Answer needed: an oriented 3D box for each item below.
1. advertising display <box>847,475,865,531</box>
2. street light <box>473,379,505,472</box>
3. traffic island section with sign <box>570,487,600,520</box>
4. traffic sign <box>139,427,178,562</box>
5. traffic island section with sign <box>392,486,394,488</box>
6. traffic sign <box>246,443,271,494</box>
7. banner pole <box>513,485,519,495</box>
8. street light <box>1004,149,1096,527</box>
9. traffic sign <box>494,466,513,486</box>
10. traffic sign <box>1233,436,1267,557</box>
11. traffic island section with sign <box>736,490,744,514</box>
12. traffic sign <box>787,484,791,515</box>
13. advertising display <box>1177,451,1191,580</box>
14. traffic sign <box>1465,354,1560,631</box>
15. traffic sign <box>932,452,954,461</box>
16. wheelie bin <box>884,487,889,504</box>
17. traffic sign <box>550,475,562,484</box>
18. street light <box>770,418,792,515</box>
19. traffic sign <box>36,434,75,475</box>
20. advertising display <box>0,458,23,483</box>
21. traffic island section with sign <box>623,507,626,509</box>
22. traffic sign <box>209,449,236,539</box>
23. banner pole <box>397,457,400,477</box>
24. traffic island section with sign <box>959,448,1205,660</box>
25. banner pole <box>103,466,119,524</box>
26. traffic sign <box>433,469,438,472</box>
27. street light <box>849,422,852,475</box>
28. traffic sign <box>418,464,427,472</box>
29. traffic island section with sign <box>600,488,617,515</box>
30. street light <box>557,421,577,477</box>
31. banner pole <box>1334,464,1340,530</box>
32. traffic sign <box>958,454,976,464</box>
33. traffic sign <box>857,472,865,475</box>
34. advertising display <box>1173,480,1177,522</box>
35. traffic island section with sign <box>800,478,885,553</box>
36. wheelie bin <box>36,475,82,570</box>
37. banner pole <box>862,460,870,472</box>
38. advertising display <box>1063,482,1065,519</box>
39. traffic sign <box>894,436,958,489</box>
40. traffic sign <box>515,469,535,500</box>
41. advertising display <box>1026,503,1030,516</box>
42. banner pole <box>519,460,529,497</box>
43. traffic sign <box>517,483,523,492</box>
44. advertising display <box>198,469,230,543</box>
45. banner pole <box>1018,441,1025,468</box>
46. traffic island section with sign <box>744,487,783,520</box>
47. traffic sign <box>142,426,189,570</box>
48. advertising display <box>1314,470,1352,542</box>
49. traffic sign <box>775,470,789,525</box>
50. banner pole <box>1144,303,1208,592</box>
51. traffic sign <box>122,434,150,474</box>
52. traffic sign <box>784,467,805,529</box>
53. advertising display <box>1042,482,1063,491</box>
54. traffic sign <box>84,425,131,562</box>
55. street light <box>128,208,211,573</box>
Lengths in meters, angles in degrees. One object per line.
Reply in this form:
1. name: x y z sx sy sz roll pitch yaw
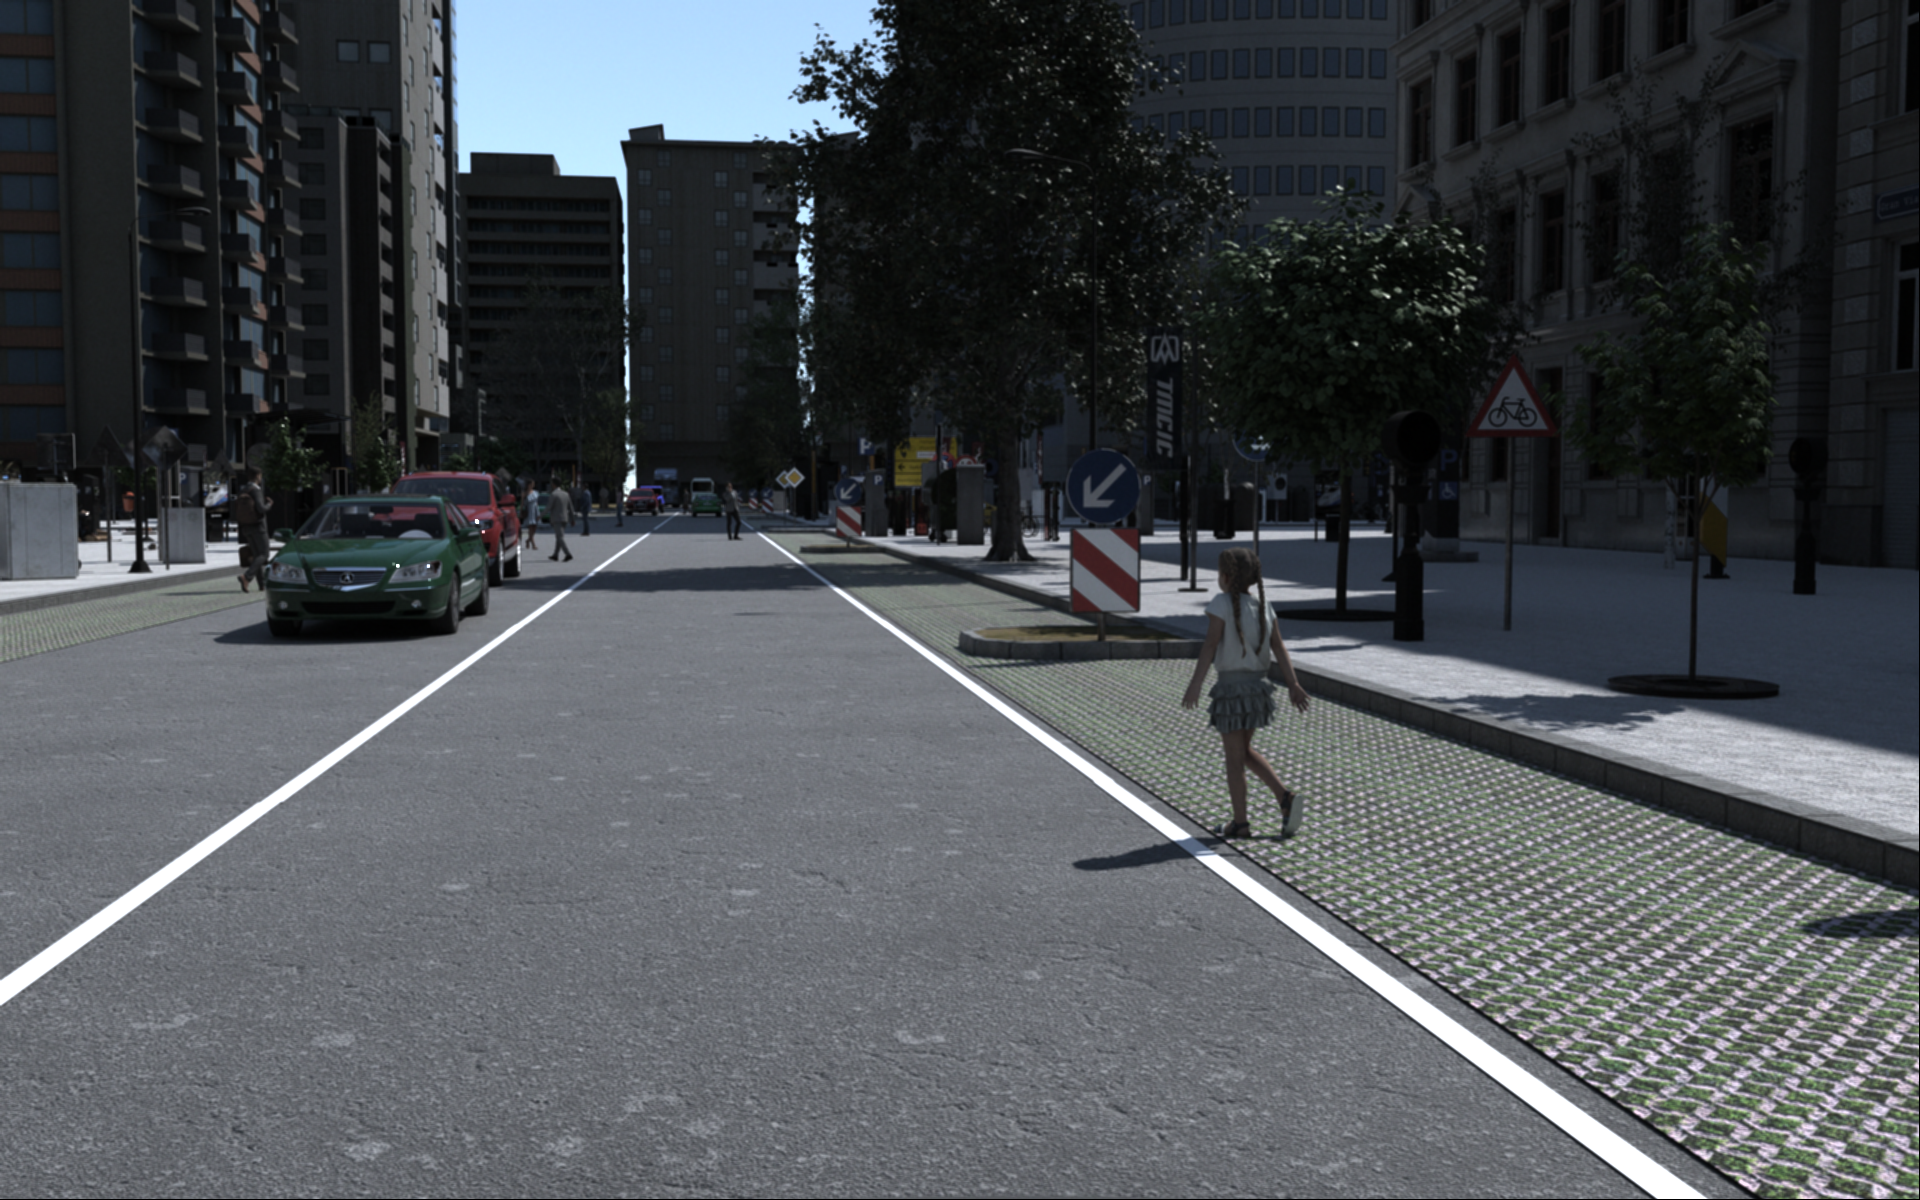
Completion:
1. advertising display: -3.400 -3.322 59.522 0.974 1.923 0.123 -1 4 -22
2. street light: -19.045 -5.958 69.952 1.470 5.913 1.316 -1 4 -8
3. traffic island section with sign: -20.954 -5.270 94.785 1.989 1.847 2.006 -1 4 -8
4. traffic sign: -15.162 -2.001 32.818 0.768 2.556 0.104 0 4 -6
5. traffic island section with sign: -12.923 -1.942 40.380 1.989 1.847 2.006 -1 4 -8
6. traffic sign: -17.389 -2.634 43.172 0.768 2.556 0.104 0 4 -7
7. banner pole: -32.813 -8.378 126.995 0.401 3.779 0.863 -1 4 -21
8. street light: 1.284 -3.122 23.589 1.470 5.913 1.316 -1 4 -8
9. traffic sign: -16.493 -3.596 62.438 0.795 2.450 0.064 -1 4 -8
10. traffic sign: 4.564 -1.624 26.658 0.768 2.556 0.104 0 4 0
11. traffic island section with sign: -14.906 -7.041 123.756 1.989 1.847 2.006 -1 4 -8
12. traffic sign: -10.258 -6.272 104.672 0.606 2.300 0.079 0 4 -7
13. advertising display: 3.400 -1.279 26.133 0.123 1.923 0.974 1 4 10
14. traffic sign: 5.150 -0.992 16.218 0.884 2.594 0.081 0 4 -1
15. traffic sign: -0.489 -3.170 51.929 0.768 2.556 0.104 0 4 -6
16. wheelie bin: -3.329 -4.221 76.914 0.693 1.594 0.980 -1 4 -15
17. traffic sign: -26.825 -7.027 114.991 0.768 2.556 0.104 0 4 -4
18. street light: -10.913 -8.175 106.207 1.470 5.913 1.316 -1 4 -8
19. traffic sign: -15.295 -1.663 29.320 0.606 2.300 0.079 0 4 -4
20. advertising display: -17.191 -1.579 31.038 0.123 1.923 0.974 1 4 14
21. traffic island section with sign: -32.237 -9.938 171.114 1.989 1.847 2.006 -1 4 -8
22. traffic sign: -21.274 -3.052 49.898 0.884 2.594 0.081 0 4 0
23. banner pole: -37.572 -7.703 115.964 0.401 3.779 0.863 -2 4 -28
24. traffic island section with sign: 1.034 -0.439 15.803 1.989 1.847 2.006 -1 4 -8
25. banner pole: -36.374 -5.140 74.052 0.863 3.779 0.401 2 4 26
26. traffic sign: -23.850 -4.749 78.836 0.795 2.450 0.064 0 4 -4
27. street light: -4.558 -5.561 63.471 1.470 5.913 1.316 -1 4 -8
28. traffic sign: -22.911 -4.516 73.846 0.884 2.594 0.081 0 4 -3
29. traffic island section with sign: -24.899 -6.901 121.451 1.989 1.847 2.006 -1 4 -8
30. street light: -25.016 -8.419 110.197 1.470 5.913 1.316 -1 4 -8
31. banner pole: 13.663 -4.426 62.375 0.401 3.779 0.863 -2 4 -28
32. traffic sign: 0.191 -3.403 55.744 0.768 2.556 0.104 0 4 -3
33. traffic sign: -5.598 -6.084 99.581 0.768 2.556 0.104 0 4 -5
34. advertising display: 10.059 -4.601 80.443 0.123 1.923 0.974 1 4 20
35. traffic island section with sign: -2.904 -2.070 42.470 1.989 1.847 2.006 -1 4 -8
36. wheelie bin: -14.904 -1.255 28.435 0.980 1.594 0.693 2 4 25
37. banner pole: -6.833 -8.285 125.484 0.863 3.779 0.401 0 4 6
38. advertising display: 5.426 -5.223 90.602 0.123 1.923 0.974 0 4 5
39. traffic sign: -1.190 -4.087 60.702 2.265 3.308 0.079 0 4 -2
40. traffic sign: -17.659 -4.079 70.338 0.795 2.450 0.064 -1 4 -8
41. advertising display: 3.487 -5.070 88.108 0.974 1.923 0.123 2 4 31
42. banner pole: -32.544 -8.498 128.953 0.863 3.779 0.401 -3 5 -43
43. traffic sign: -27.916 -6.752 110.504 0.768 2.556 0.104 0 4 0
44. advertising display: -19.702 -2.481 45.780 0.123 1.923 0.974 1 4 19
45. banner pole: 3.014 -5.639 82.218 0.401 3.779 0.863 0 4 3
46. traffic island section with sign: -10.867 -5.371 96.439 1.989 1.847 2.006 -1 4 -8
47. traffic sign: -13.399 -1.715 29.224 0.795 2.450 0.064 0 4 1
48. advertising display: 10.008 -2.525 46.503 0.974 1.923 0.123 1 4 8
49. traffic sign: -7.274 -4.171 71.845 0.795 2.450 0.064 -1 4 -8
50. banner pole: 2.849 -2.004 22.779 0.863 3.779 0.401 0 4 5
51. traffic sign: -15.635 -1.948 33.029 0.795 2.450 0.064 0 4 -7
52. traffic sign: -6.108 -3.688 63.945 0.795 2.450 0.064 -1 4 -8
53. advertising display: 4.701 -5.149 89.394 0.974 1.923 0.123 1 4 16
54. traffic sign: -15.957 -1.983 32.428 0.884 2.594 0.081 0 4 0
55. street light: -12.852 -3.403 28.177 1.470 5.913 1.316 -1 4 -8
